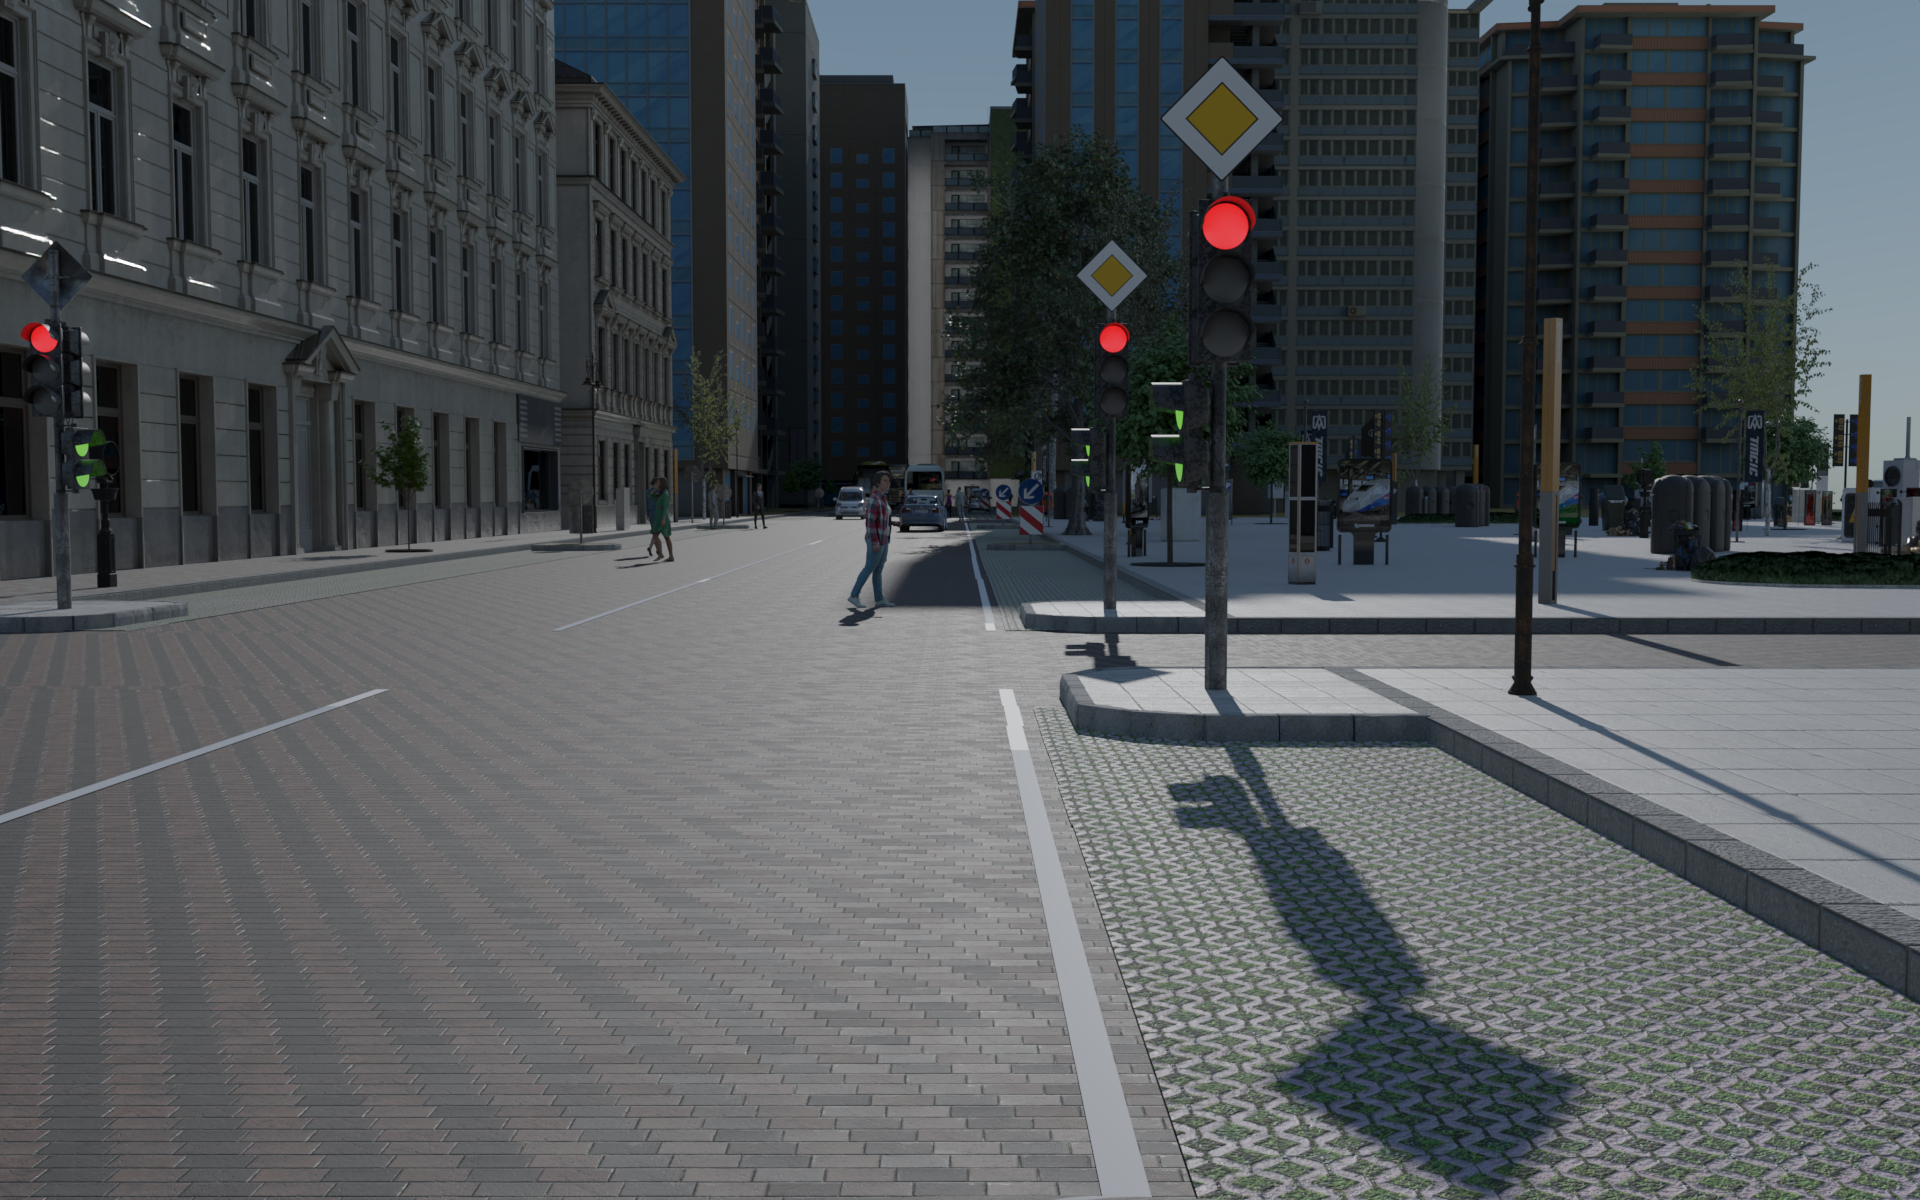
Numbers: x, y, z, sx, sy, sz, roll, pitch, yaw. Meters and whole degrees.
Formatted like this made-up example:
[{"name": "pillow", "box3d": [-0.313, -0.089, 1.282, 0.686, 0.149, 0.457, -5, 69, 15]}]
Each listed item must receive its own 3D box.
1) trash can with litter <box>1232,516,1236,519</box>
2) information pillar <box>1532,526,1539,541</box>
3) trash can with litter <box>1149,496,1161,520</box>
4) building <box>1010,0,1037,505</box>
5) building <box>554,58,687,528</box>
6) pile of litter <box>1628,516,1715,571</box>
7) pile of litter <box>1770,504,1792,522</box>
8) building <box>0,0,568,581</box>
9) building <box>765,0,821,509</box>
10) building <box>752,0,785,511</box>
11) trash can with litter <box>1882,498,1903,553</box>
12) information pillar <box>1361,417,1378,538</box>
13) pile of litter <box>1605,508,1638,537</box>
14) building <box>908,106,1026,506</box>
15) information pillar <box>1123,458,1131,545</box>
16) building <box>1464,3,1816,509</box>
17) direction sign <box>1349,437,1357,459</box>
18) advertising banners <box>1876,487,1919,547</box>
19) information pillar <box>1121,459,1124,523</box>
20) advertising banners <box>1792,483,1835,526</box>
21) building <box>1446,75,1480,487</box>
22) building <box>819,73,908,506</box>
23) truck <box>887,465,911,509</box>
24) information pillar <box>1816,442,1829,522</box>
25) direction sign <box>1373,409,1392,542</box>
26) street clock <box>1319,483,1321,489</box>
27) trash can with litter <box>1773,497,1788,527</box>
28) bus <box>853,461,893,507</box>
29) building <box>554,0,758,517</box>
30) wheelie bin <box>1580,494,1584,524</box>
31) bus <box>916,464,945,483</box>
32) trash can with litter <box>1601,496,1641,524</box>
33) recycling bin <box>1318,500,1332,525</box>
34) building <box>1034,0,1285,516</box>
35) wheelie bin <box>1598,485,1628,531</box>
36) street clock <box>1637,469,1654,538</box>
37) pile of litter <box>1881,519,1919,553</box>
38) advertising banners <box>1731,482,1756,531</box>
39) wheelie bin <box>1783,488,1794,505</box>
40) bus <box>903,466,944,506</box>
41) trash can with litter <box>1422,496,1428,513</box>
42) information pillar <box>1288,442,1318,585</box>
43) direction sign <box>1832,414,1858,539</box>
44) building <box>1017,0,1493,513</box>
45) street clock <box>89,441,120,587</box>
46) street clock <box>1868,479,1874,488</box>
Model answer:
[{"name": "trash can with litter", "box3d": [13.977, -4.874, 90.754, 1.678, 1.210, 2.233, 3, 4, 38]}, {"name": "information pillar", "box3d": [15.560, -2.602, 47.033, 0.304, 2.012, 0.304, 2, 4, 32]}, {"name": "trash can with litter", "box3d": [9.684, -4.510, 84.800, 2.233, 1.210, 1.678, 3, 5, 44]}, {"name": "building", "box3d": [15.715, -30.572, 154.479, 22.147, 44.769, 28.867, 0, 3, 0]}, {"name": "building", "box3d": [-18.266, -12.755, 73.169, 10.561, 19.102, 19.286, 0, 3, 0]}, {"name": "pile of litter", "box3d": [12.345, -0.927, 29.123, 1.176, 0.858, 1.719, -1, 4, -16]}, {"name": "pile of litter", "box3d": [37.670, -3.975, 78.962, 1.176, 0.858, 1.719, 0, 4, 2]}, {"name": "building", "box3d": [-21.958, -16.194, 41.189, 17.030, 29.872, 44.131, 0, 3, 0]}, {"name": "building", "box3d": [-24.111, -32.690, 158.182, 21.600, 48.544, 21.300, 0, 3, 0]}, {"name": "building", "box3d": [-24.328, -28.660, 123.217, 22.147, 44.769, 28.867, 0, 3, 0]}, {"name": "trash can with litter", "box3d": [17.714, -1.346, 33.068, 1.678, 1.210, 2.233, 0, 4, 1]}, {"name": "information pillar", "box3d": [11.999, -3.634, 50.770, 0.504, 3.616, 0.183, 2, 4, 34]}, {"name": "pile of litter", "box3d": [20.318, -2.396, 53.134, 1.719, 0.858, 1.176, -3, 4, -37]}, {"name": "building", "box3d": [1.413, -30.734, 186.098, 14.086, 41.232, 14.154, 0, 3, 0]}, {"name": "information pillar", "box3d": [4.425, -3.210, 43.843, 0.183, 3.616, 0.504, -2, 4, -27]}, {"name": "building", "box3d": [61.032, -30.763, 157.597, 28.867, 44.769, 22.147, 0, 3, 0]}, {"name": "direction sign", "box3d": [15.621, -4.703, 68.895, 0.379, 3.537, 0.876, 2, 4, 33]}, {"name": "advertising banners", "box3d": [22.783, -2.761, 41.338, 0.090, 3.025, 2.074, -1, 4, -20]}, {"name": "information pillar", "box3d": [7.261, -5.218, 76.667, 0.183, 3.616, 0.504, 0, 4, 3]}, {"name": "advertising banners", "box3d": [34.719, -4.553, 70.632, 2.074, 3.025, 0.090, 0, 4, -8]}, {"name": "building", "box3d": [39.363, -29.260, 161.997, 14.086, 41.232, 14.154, 0, 3, 0]}, {"name": "building", "box3d": [-12.729, -32.750, 185.581, 14.200, 45.320, 14.600, 0, 3, 0]}, {"name": "truck", "box3d": [-6.076, -10.868, 166.604, 2.839, 4.237, 11.283, 0, 4, 2]}, {"name": "information pillar", "box3d": [38.936, -5.310, 78.178, 0.504, 3.616, 0.183, 1, 4, 14]}, {"name": "direction sign", "box3d": [11.274, -3.320, 46.286, 0.379, 3.537, 0.876, 3, 5, 44]}, {"name": "street clock", "box3d": [17.886, -5.039, 86.963, 0.471, 2.002, 0.358, 1, 4, 19]}, {"name": "trash can with litter", "box3d": [32.287, -3.461, 67.972, 0.624, 1.170, 1.055, 1, 4, 12]}, {"name": "bus", "box3d": [-6.583, -8.641, 132.833, 2.896, 3.916, 12.252, 0, 4, -2]}, {"name": "building", "box3d": [-19.699, -27.604, 101.435, 14.600, 45.320, 14.200, 0, 3, 0]}, {"name": "wheelie bin", "box3d": [26.623, -4.119, 75.248, 0.693, 1.594, 0.980, -1, 4, -15]}, {"name": "bus", "box3d": [-2.692, -9.020, 139.022, 2.896, 3.916, 12.252, 0, 4, 0]}, {"name": "trash can with litter", "box3d": [28.516, -3.844, 73.912, 2.233, 1.210, 1.678, 1, 4, 12]}, {"name": "recycling bin", "box3d": [14.864, -3.600, 71.410, 0.722, 1.027, 0.722, 0, 4, -8]}, {"name": "building", "box3d": [11.902, -28.045, 108.646, 14.600, 45.320, 14.200, 0, 3, 0]}, {"name": "wheelie bin", "box3d": [22.711, -3.207, 60.348, 0.980, 1.594, 0.693, 0, 4, 0]}, {"name": "street clock", "box3d": [19.889, -2.798, 50.310, 0.358, 2.002, 0.471, -1, 4, -19]}, {"name": "pile of litter", "box3d": [20.436, -1.404, 36.920, 1.176, 0.858, 1.719, 0, 4, 1]}, {"name": "advertising banners", "box3d": [26.784, -3.881, 59.649, 0.090, 3.025, 2.074, -1, 4, -14]}, {"name": "wheelie bin", "box3d": [43.567, -5.073, 90.848, 0.693, 1.594, 0.980, 0, 4, 7]}, {"name": "bus", "box3d": [-2.457, -7.538, 118.109, 2.948, 3.499, 13.247, 0, 4, -1]}, {"name": "trash can with litter", "box3d": [21.579, -4.213, 79.942, 1.678, 1.210, 2.233, 1, 4, 19]}, {"name": "information pillar", "box3d": [4.863, -1.228, 24.577, 0.304, 2.012, 0.304, -1, 4, -18]}, {"name": "direction sign", "box3d": [25.104, -3.493, 49.103, 0.876, 3.537, 0.379, -1, 4, -13]}, {"name": "building", "box3d": [20.602, -26.671, 127.959, 32.217, 40.220, 23.993, 0, 3, 0]}, {"name": "street clock", "box3d": [-11.758, -1.178, 23.823, 0.358, 2.002, 0.471, 0, 4, 2]}, {"name": "street clock", "box3d": [44.339, -4.893, 84.577, 0.471, 2.002, 0.358, 3, 5, 44]}]
